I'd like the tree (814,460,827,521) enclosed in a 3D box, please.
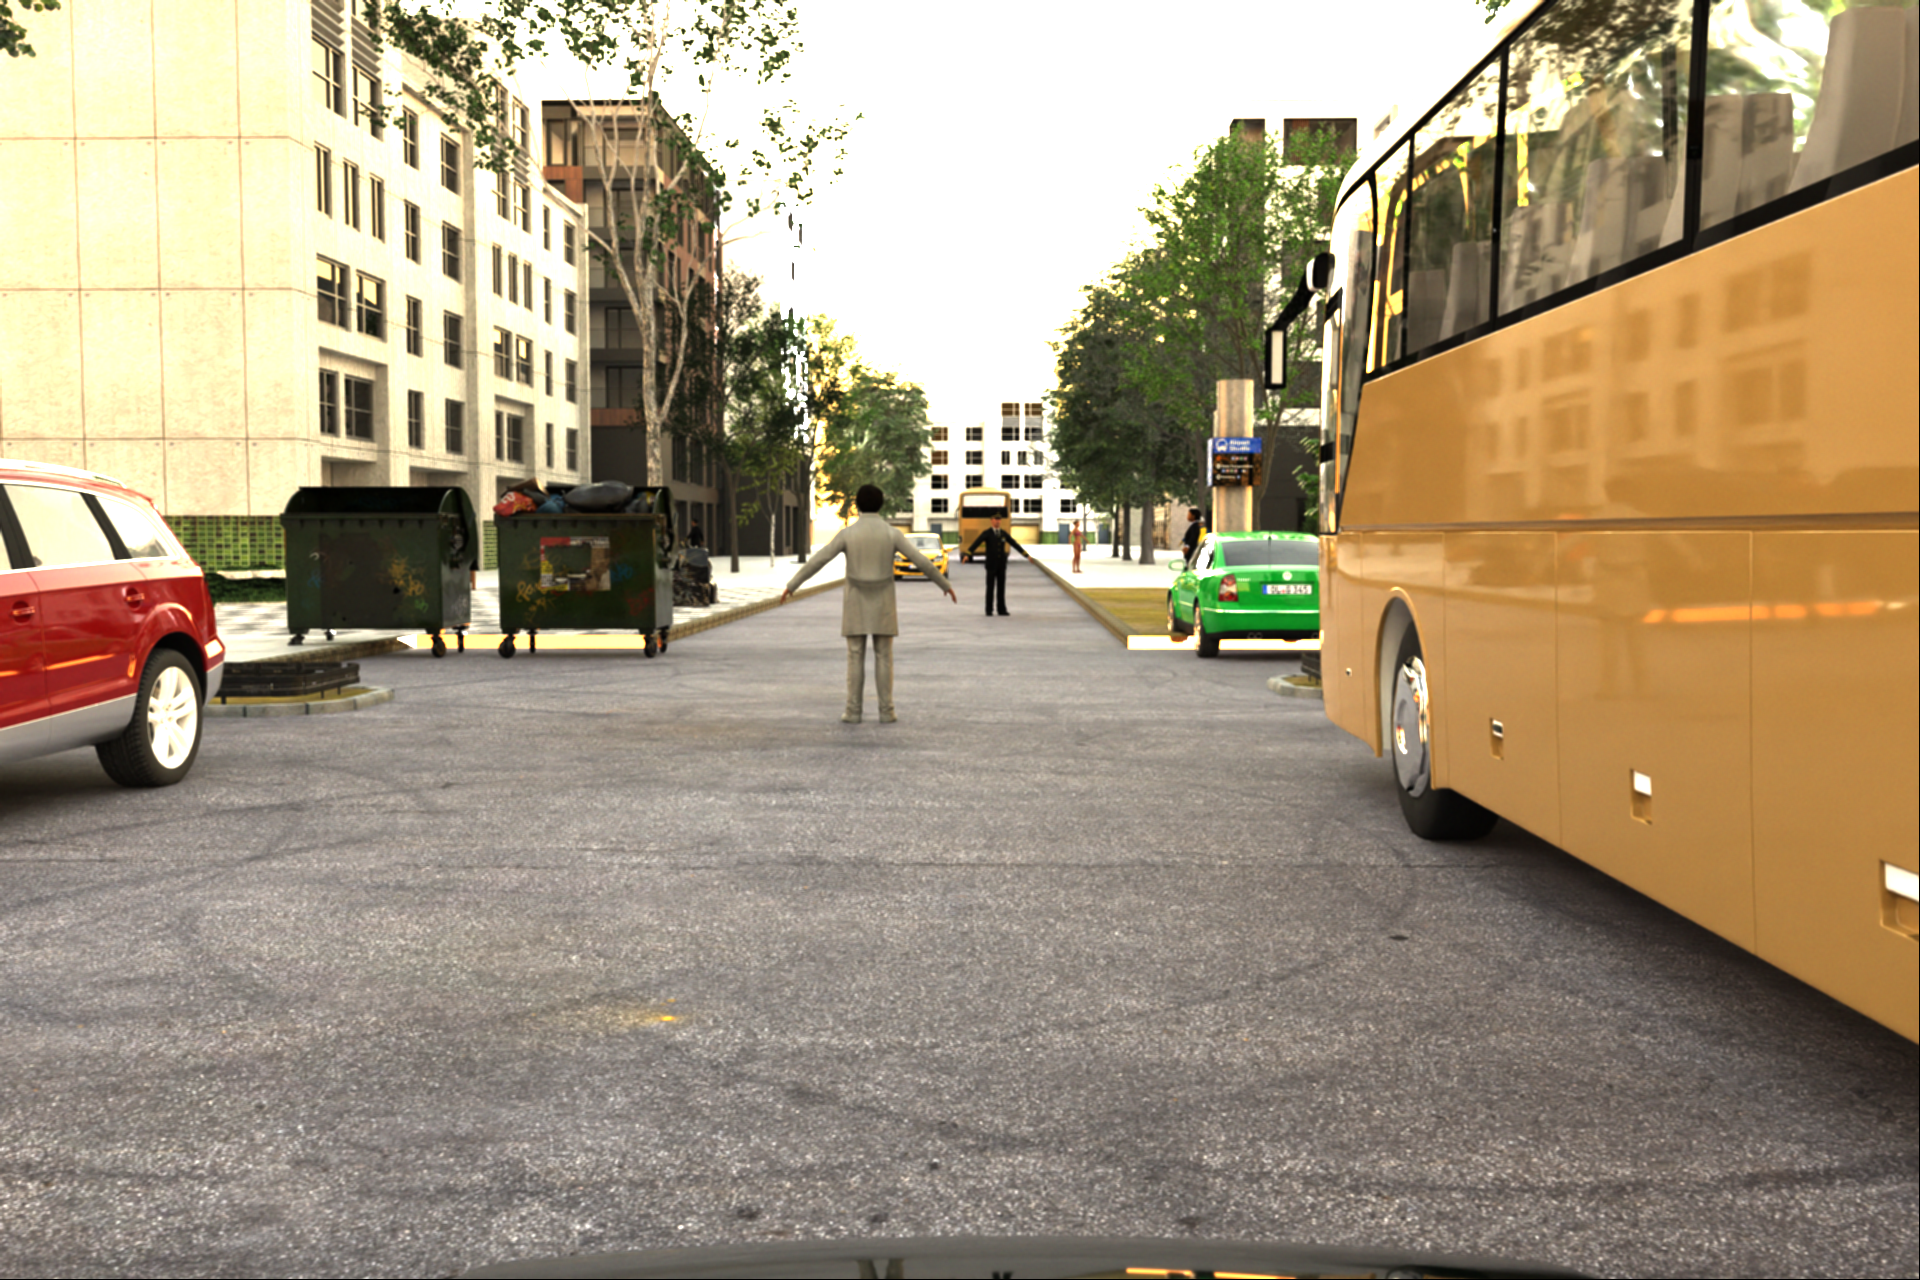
[{"bbox_3d":[-19.899,-18.045,213.156,7.486,12.596,7.792,0,3,0],"label":"tree"}]

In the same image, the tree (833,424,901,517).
[{"bbox_3d":[-6.788,-9.988,113.661,4.360,8.622,3.978,0,3,0],"label":"tree"}]

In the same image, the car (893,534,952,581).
[{"bbox_3d":[-1.239,-2.685,54.131,2.015,1.641,3.980,0,4,1],"label":"car"}]

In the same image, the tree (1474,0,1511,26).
[{"bbox_3d":[10.169,-6.988,20.914,9.857,13.997,8.962,0,3,0],"label":"tree"}]

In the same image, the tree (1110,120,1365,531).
[{"bbox_3d":[7.409,-7.145,42.573,9.928,11.665,9.643,0,3,0],"label":"tree"}]

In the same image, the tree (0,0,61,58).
[{"bbox_3d":[-11.789,-6.525,13.344,9.857,13.997,8.962,0,3,0],"label":"tree"}]

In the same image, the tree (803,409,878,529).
[{"bbox_3d":[-6.124,-8.948,96.669,4.360,8.622,3.978,0,3,0],"label":"tree"}]

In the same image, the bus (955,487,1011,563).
[{"bbox_3d":[1.193,-6.007,89.766,2.896,3.916,12.252,0,3,0],"label":"bus"}]

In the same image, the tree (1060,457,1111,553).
[{"bbox_3d":[9.064,-10.165,116.562,4.737,8.622,4.395,0,3,0],"label":"tree"}]

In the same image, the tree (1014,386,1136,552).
[{"bbox_3d":[9.202,-13.187,125.975,12.009,13.543,11.850,0,3,0],"label":"tree"}]

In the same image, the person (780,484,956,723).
[{"bbox_3d":[-0.689,-0.278,13.187,1.347,1.806,0.705,0,4,-6],"label":"person"}]

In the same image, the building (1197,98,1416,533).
[{"bbox_3d":[27.153,-15.518,97.697,27.936,21.610,32.646,0,4,2],"label":"building"}]

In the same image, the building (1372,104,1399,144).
[{"bbox_3d":[23.630,-13.523,77.528,16.016,20.090,11.380,0,4,1],"label":"building"}]

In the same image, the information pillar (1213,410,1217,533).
[{"bbox_3d":[4.935,-2.519,32.504,0.184,3.620,1.656,0,4,1],"label":"information pillar"}]

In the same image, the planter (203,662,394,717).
[{"bbox_3d":[-5.903,0.404,14.531,1.991,0.319,1.994,0,4,1],"label":"planter"}]

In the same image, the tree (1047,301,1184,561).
[{"bbox_3d":[8.117,-10.107,83.381,7.486,12.596,7.792,0,3,0],"label":"tree"}]

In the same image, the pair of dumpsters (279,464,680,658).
[{"bbox_3d":[-5.614,-0.946,20.420,4.436,2.255,1.574,0,4,1],"label":"pair of dumpsters"}]

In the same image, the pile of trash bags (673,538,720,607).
[{"bbox_3d":[-5.373,-1.275,30.591,1.912,1.369,3.447,0,4,3],"label":"pile of trash bags"}]

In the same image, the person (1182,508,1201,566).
[{"bbox_3d":[4.092,-1.486,31.023,0.721,1.740,1.216,1,4,12],"label":"person"}]

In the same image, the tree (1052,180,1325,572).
[{"bbox_3d":[8.273,-9.040,58.180,12.009,13.543,11.850,0,3,0],"label":"tree"}]

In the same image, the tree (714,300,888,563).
[{"bbox_3d":[-6.996,-9.219,76.494,9.928,11.665,9.643,0,3,0],"label":"tree"}]

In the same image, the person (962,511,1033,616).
[{"bbox_3d":[0.642,-1.350,30.467,1.347,1.837,0.705,-1,4,-22],"label":"person"}]

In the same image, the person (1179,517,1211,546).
[{"bbox_3d":[6.835,-2.617,49.257,1.216,1.772,0.721,0,4,3],"label":"person"}]

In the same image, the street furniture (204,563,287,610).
[{"bbox_3d":[-14.146,-1.073,33.167,5.734,0.657,10.072,1,4,16],"label":"street furniture"}]

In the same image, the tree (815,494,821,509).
[{"bbox_3d":[-19.605,-16.498,220.097,4.737,8.622,4.395,0,3,0],"label":"tree"}]

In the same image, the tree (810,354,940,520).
[{"bbox_3d":[-6.297,-13.268,123.591,9.857,13.997,8.962,0,3,0],"label":"tree"}]

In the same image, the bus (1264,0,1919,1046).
[{"bbox_3d":[3.273,-0.815,4.877,2.896,3.916,12.252,0,4,1],"label":"bus"}]

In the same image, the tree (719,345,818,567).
[{"bbox_3d":[-7.356,-7.151,67.288,4.737,8.622,4.395,0,3,0],"label":"tree"}]

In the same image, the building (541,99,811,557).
[{"bbox_3d":[-24.246,-15.551,98.235,27.936,21.610,32.646,0,4,2],"label":"building"}]

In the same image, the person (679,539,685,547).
[{"bbox_3d":[-8.464,-2.626,49.069,1.346,1.812,0.704,1,4,11],"label":"person"}]

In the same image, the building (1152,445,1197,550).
[{"bbox_3d":[25.811,-19.122,143.580,19.493,23.208,18.063,0,4,1],"label":"building"}]

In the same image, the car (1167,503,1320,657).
[{"bbox_3d":[3.644,-0.776,21.484,1.959,1.807,4.718,0,4,0],"label":"car"}]

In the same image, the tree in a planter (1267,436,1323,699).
[{"bbox_3d":[3.856,-1.131,15.707,1.991,3.239,1.994,0,4,1],"label":"tree in a planter"}]

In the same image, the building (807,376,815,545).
[{"bbox_3d":[-22.160,-20.305,188.414,16.016,20.090,11.380,0,4,2],"label":"building"}]

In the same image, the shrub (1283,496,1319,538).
[{"bbox_3d":[5.894,-1.456,27.845,1.661,2.075,1.752,0,3,0],"label":"shrub"}]

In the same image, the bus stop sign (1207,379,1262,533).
[{"bbox_3d":[4.714,-2.493,29.785,0.837,3.901,0.837,0,4,2],"label":"bus stop sign"}]

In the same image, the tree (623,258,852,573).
[{"bbox_3d":[-7.422,-7.554,57.923,8.767,10.594,7.601,1,4,13],"label":"tree"}]

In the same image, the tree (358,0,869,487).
[{"bbox_3d":[-8.466,-11.366,41.726,12.611,20.169,13.585,0,3,0],"label":"tree"}]

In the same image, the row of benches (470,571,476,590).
[{"bbox_3d":[-12.442,-1.554,40.871,1.422,0.672,4.104,-3,4,-36],"label":"row of benches"}]

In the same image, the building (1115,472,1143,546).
[{"bbox_3d":[27.171,-22.091,192.110,19.493,23.208,18.063,0,4,1],"label":"building"}]

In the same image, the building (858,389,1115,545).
[{"bbox_3d":[2.907,-21.398,218.765,31.486,18.905,16.747,0,4,-3],"label":"building"}]

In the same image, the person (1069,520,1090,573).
[{"bbox_3d":[3.931,-3.085,57.239,0.721,1.733,1.217,3,4,36],"label":"person"}]

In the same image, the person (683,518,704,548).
[{"bbox_3d":[-9.017,-3.234,58.818,0.705,1.837,1.347,1,4,21],"label":"person"}]

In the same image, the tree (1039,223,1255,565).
[{"bbox_3d":[7.963,-10.154,72.681,9.857,13.997,8.962,0,3,0],"label":"tree"}]

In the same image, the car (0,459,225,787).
[{"bbox_3d":[-5.523,0.017,8.393,2.281,1.827,5.304,0,4,1],"label":"car"}]

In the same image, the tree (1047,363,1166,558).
[{"bbox_3d":[8.468,-10.327,94.600,9.928,11.665,9.643,0,3,0],"label":"tree"}]

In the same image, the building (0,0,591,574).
[{"bbox_3d":[-24.929,-11.829,59.864,16.747,18.905,31.486,0,4,2],"label":"building"}]
